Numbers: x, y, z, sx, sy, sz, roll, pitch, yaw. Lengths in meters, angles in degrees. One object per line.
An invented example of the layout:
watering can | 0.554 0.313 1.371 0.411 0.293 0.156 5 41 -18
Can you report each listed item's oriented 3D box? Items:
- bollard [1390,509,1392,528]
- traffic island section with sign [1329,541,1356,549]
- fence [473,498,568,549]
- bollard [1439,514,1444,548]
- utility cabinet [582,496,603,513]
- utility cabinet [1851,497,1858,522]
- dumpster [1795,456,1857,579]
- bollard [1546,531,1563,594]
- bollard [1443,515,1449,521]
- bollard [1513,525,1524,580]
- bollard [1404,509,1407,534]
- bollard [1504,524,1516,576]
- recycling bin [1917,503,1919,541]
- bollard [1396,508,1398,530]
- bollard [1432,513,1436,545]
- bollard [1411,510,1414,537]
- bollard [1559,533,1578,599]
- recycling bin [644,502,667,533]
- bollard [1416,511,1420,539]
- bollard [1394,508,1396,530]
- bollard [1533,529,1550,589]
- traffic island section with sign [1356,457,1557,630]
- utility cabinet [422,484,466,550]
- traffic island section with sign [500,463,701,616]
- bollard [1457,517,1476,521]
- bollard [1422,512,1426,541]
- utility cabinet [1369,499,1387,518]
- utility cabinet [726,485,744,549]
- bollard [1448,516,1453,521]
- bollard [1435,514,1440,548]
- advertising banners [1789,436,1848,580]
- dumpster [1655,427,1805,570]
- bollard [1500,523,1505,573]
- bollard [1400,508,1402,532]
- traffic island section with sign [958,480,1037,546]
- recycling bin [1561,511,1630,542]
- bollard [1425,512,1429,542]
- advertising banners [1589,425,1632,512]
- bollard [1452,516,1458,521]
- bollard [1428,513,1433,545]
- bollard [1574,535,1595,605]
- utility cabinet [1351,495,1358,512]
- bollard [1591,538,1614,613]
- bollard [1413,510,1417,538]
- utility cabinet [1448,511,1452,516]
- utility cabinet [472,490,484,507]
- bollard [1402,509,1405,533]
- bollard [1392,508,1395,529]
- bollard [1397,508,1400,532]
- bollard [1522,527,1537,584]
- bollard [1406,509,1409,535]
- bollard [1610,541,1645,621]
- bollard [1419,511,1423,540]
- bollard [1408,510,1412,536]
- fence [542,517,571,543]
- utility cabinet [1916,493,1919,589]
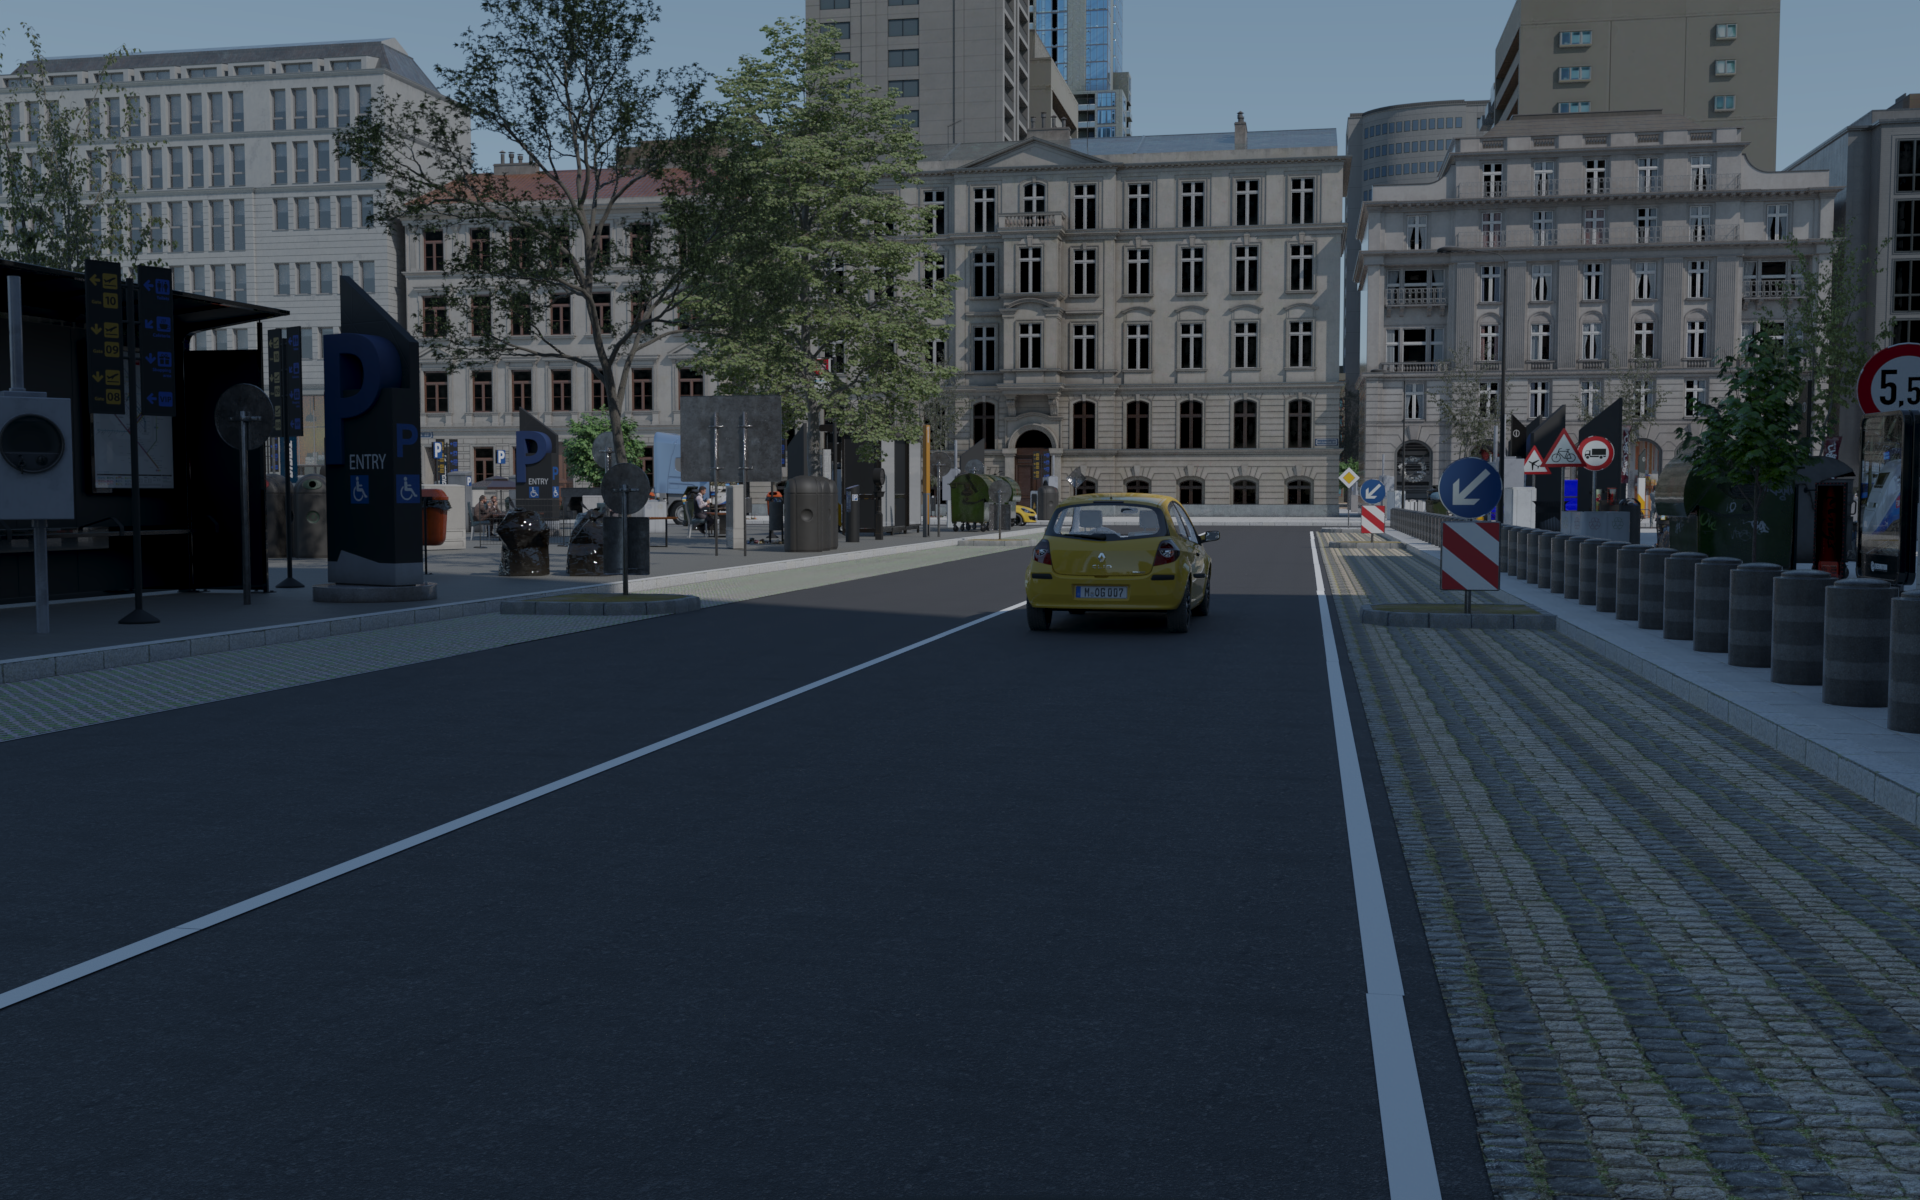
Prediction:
bollard | 15.893 -2.936 62.720 0.404 0.777 0.398 0 3 0
traffic island section with sign | 10.841 -2.290 46.069 1.989 1.847 2.006 1 4 11
fence | -10.513 -1.860 41.611 2.264 1.192 0.480 -3 4 -36
bollard | 11.400 -1.558 40.195 0.404 0.777 0.398 0 3 0
utility cabinet | -14.317 -3.485 68.135 1.020 1.237 0.306 -1 4 -9
utility cabinet | 19.833 -1.642 38.004 1.020 1.237 0.306 2 4 32
dumpster | 13.061 -1.296 26.951 1.264 1.857 1.865 1 4 11
bollard | 7.864 -0.472 22.428 0.404 0.777 0.398 0 3 0
bollard | 11.169 -1.486 39.015 0.404 0.777 0.398 0 3 0
bollard | 8.574 -0.690 26.001 0.404 0.777 0.398 0 3 0
bollard | 14.237 -2.427 54.396 0.404 0.777 0.398 0 3 0
bollard | 8.814 -0.763 27.191 0.404 0.777 0.398 0 3 0
recycling bin | 26.337 -2.181 48.205 0.722 1.027 0.722 2 4 26
bollard | 15.184 -2.718 59.149 0.404 0.777 0.398 0 3 0
bollard | 11.876 -1.702 42.550 0.404 0.777 0.398 0 3 0
bollard | 13.532 -2.210 50.846 0.404 0.777 0.398 0 3 0
bollard | 7.629 -0.400 21.249 0.404 0.777 0.398 0 3 0
recycling bin | -10.013 -2.712 56.900 0.722 1.027 0.722 -1 4 -8
bollard | 13.055 -2.064 48.468 0.404 0.777 0.398 0 3 0
bollard | 15.421 -2.790 60.328 0.404 0.777 0.398 0 3 0
bollard | 8.096 -0.544 23.618 0.404 0.777 0.398 0 3 0
traffic island section with sign | 5.487 -0.650 19.260 1.989 1.847 2.006 1 4 11
utility cabinet | -11.858 -1.891 39.604 0.318 1.500 1.173 2 4 32
traffic island section with sign | -4.290 -0.772 21.250 1.989 1.847 2.006 1 4 11
bollard | 10.459 -1.269 35.467 0.404 0.777 0.398 0 3 0
bollard | 12.584 -1.920 46.111 0.404 0.777 0.398 0 3 0
utility cabinet | 21.921 -4.987 90.219 1.173 1.500 0.318 1 4 22
utility cabinet | -5.275 -1.954 40.633 0.318 1.500 1.173 -1 4 -16
bollard | 10.935 -1.414 37.836 0.404 0.777 0.398 0 3 0
bollard | 11.639 -1.630 41.372 0.404 0.777 0.398 0 3 0
advertising banners | 11.744 -1.663 23.381 0.090 3.025 2.074 -2 4 -25
dumpster | 10.276 -1.265 23.178 1.502 2.255 1.985 1 4 11
bollard | 9.046 -0.835 28.373 0.404 0.777 0.398 0 3 0
bollard | 14.713 -2.573 56.779 0.404 0.777 0.398 0 3 0
traffic island section with sign | 1.088 -2.419 48.186 1.989 1.847 2.006 1 4 11
recycling bin | 9.128 -0.756 24.920 0.722 1.027 0.722 0 4 -7
bollard | 12.346 -1.847 44.919 0.404 0.777 0.398 0 3 0
advertising banners | 16.273 -2.881 43.297 2.074 3.025 0.090 -3 5 -43
bollard | 10.697 -1.341 36.646 0.404 0.777 0.398 0 3 0
bollard | 12.105 -1.775 43.733 0.404 0.777 0.398 0 3 0
bollard | 7.389 -0.327 20.071 0.404 0.777 0.398 0 3 0
utility cabinet | 28.074 -6.778 121.978 1.020 1.237 0.306 1 4 20
bollard | 7.152 -0.254 18.877 0.404 0.777 0.398 0 3 0
bollard | 13.291 -2.137 49.655 0.404 0.777 0.398 0 3 0
utility cabinet | 25.172 -4.995 90.348 1.173 1.500 0.318 0 4 -3
utility cabinet | -25.470 -5.044 91.150 0.318 1.500 1.173 1 4 13
bollard | 14.477 -2.500 55.599 0.404 0.777 0.398 0 3 0
bollard | 15.656 -2.863 61.522 0.404 0.777 0.398 0 3 0
bollard | 14.947 -2.645 57.962 0.404 0.777 0.398 0 3 0
bollard | 8.335 -0.618 24.814 0.404 0.777 0.398 0 3 0
bollard | 13.996 -2.355 53.218 0.404 0.777 0.398 0 3 0
bollard | 6.915 -0.181 17.681 0.404 0.777 0.398 0 3 0
bollard | 12.817 -1.992 47.290 0.404 0.777 0.398 0 3 0
bollard | 13.762 -2.283 52.040 0.404 0.777 0.398 0 3 0
fence | -10.749 -1.787 44.588 0.278 0.683 2.069 2 4 32
utility cabinet | 11.246 -0.650 19.308 0.318 1.500 1.173 -1 4 -14
